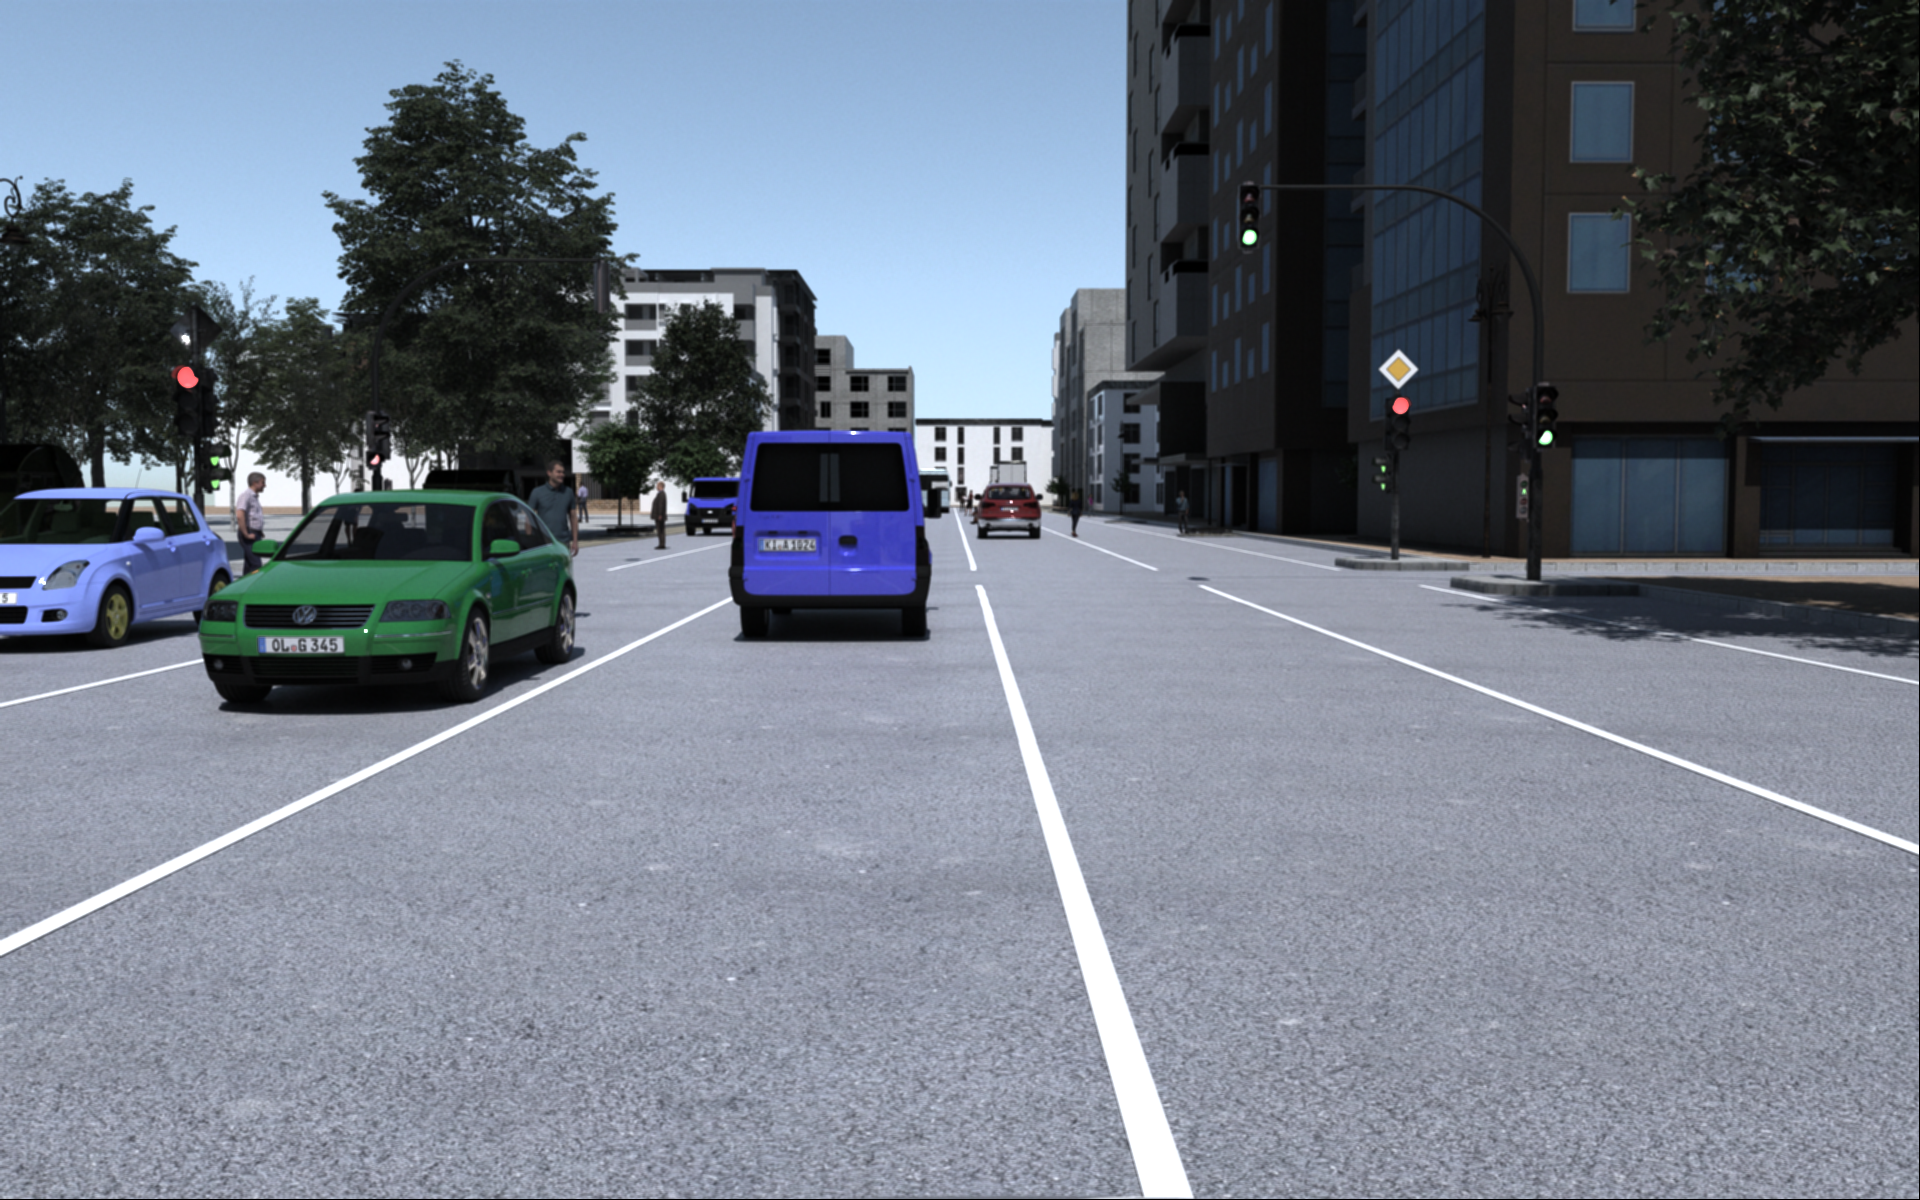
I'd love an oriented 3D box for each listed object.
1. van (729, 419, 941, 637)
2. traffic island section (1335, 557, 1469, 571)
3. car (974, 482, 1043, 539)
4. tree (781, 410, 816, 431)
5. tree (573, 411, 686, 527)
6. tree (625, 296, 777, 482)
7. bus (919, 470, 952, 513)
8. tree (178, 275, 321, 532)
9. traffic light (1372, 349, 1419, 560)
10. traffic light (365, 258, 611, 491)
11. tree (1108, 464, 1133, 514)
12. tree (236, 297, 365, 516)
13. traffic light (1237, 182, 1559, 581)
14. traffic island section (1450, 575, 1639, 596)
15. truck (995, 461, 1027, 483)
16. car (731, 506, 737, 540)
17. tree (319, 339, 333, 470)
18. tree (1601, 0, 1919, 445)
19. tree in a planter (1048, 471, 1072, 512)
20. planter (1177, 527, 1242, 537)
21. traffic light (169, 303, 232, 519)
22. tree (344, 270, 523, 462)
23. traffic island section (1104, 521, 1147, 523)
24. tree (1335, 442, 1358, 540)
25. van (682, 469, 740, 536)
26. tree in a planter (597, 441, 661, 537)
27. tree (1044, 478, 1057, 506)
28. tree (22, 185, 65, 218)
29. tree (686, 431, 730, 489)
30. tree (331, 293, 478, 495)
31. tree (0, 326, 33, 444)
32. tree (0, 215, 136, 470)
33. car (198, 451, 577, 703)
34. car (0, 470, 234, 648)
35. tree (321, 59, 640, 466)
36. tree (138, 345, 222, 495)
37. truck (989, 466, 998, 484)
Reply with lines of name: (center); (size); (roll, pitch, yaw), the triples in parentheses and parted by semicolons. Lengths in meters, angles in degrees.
van: (-1.305, -0.897, 19.053); (2.240, 2.365, 5.245); (0, 4, -1)
traffic island section: (8.495, -0.701, 33.747); (2.009, 0.180, 2.903); (0, 4, 0)
car: (1.610, -2.965, 57.158); (2.281, 1.827, 5.304); (0, 4, 1)
tree: (-13.906, -12.348, 152.254); (4.360, 8.622, 3.978); (0, 3, 0)
tree: (-13.583, -5.190, 68.571); (4.285, 4.588, 4.351); (0, 3, 0)
tree: (-14.913, -11.228, 100.578); (9.611, 12.733, 9.660); (0, 3, 0)
bus: (-2.082, -8.641, 136.140); (2.948, 3.499, 13.247); (0, 4, -1)
tree: (-24.645, -6.590, 58.116); (4.360, 8.622, 3.978); (0, 3, 0)
traffic light: (8.455, -2.735, 33.633); (0.839, 4.253, 0.868); (0, 4, 0)
traffic light: (-9.174, -3.601, 33.551); (4.771, 5.953, 1.251); (0, 4, 0)
tree: (10.702, -7.178, 111.957); (1.663, 3.219, 1.824); (0, 3, 0)
tree: (-37.967, -11.106, 99.708); (7.486, 12.596, 7.792); (0, 3, 0)
traffic light: (6.410, -3.109, 25.494); (4.771, 5.953, 1.251); (0, 4, 0)
traffic island section: (8.541, -0.213, 25.762); (2.009, 0.180, 2.903); (0, 4, 0)
truck: (4.538, -10.034, 152.972); (2.839, 4.237, 11.283); (0, 4, 1)
car: (-5.026, -2.307, 46.765); (2.155, 1.783, 4.494); (0, 4, 1)
tree: (-29.697, -7.821, 78.234); (4.360, 8.622, 3.978); (0, 3, 0)
tree: (10.813, -6.078, 16.389); (9.611, 12.733, 9.660); (0, 3, 0)
tree in a planter: (7.901, -8.456, 135.470); (1.991, 3.239, 1.994); (0, 4, 0)
planter: (8.353, -2.279, 58.405); (1.991, 0.319, 1.994); (0, 4, 0)
traffic light: (-11.220, -2.238, 25.519); (0.839, 4.253, 0.868); (0, 4, 0)
tree: (-21.398, -8.318, 70.418); (7.601, 10.594, 8.767); (-1, 4, -16)
traffic island section: (8.200, -3.870, 86.145); (1.991, 0.108, 1.994); (0, 4, 0)
tree: (11.475, -3.338, 49.173); (1.663, 3.219, 1.824); (0, 3, 0)
van: (-8.431, -3.482, 61.311); (2.240, 2.365, 5.245); (0, 4, 1)
tree in a planter: (-11.128, -3.756, 58.628); (1.991, 3.239, 1.994); (0, 4, 0)
tree: (10.104, -11.739, 186.533); (1.663, 3.219, 1.824); (0, 3, 0)
tree: (-22.200, -5.530, 40.774); (4.360, 8.622, 3.978); (0, 3, 0)
tree: (-13.725, -6.530, 90.474); (4.285, 4.588, 4.351); (0, 3, 0)
tree: (-19.149, -6.725, 60.323); (4.360, 8.622, 3.978); (0, 3, 0)
tree: (-35.003, -8.454, 55.239); (9.611, 12.733, 9.660); (0, 3, 0)
tree: (-25.303, -6.047, 49.231); (4.360, 8.622, 3.978); (0, 3, 0)
car: (-4.201, -0.276, 13.314); (1.959, 1.807, 4.718); (0, 4, 0)
car: (-8.689, -0.464, 17.180); (1.945, 1.707, 3.694); (0, 4, -1)
tree: (-14.154, -8.865, 51.593); (9.857, 13.997, 8.962); (0, 3, 0)
tree: (-35.690, -7.900, 79.522); (4.737, 8.622, 4.395); (0, 3, 0)
truck: (4.411, -11.672, 179.758); (2.839, 4.237, 11.283); (0, 4, 1)
